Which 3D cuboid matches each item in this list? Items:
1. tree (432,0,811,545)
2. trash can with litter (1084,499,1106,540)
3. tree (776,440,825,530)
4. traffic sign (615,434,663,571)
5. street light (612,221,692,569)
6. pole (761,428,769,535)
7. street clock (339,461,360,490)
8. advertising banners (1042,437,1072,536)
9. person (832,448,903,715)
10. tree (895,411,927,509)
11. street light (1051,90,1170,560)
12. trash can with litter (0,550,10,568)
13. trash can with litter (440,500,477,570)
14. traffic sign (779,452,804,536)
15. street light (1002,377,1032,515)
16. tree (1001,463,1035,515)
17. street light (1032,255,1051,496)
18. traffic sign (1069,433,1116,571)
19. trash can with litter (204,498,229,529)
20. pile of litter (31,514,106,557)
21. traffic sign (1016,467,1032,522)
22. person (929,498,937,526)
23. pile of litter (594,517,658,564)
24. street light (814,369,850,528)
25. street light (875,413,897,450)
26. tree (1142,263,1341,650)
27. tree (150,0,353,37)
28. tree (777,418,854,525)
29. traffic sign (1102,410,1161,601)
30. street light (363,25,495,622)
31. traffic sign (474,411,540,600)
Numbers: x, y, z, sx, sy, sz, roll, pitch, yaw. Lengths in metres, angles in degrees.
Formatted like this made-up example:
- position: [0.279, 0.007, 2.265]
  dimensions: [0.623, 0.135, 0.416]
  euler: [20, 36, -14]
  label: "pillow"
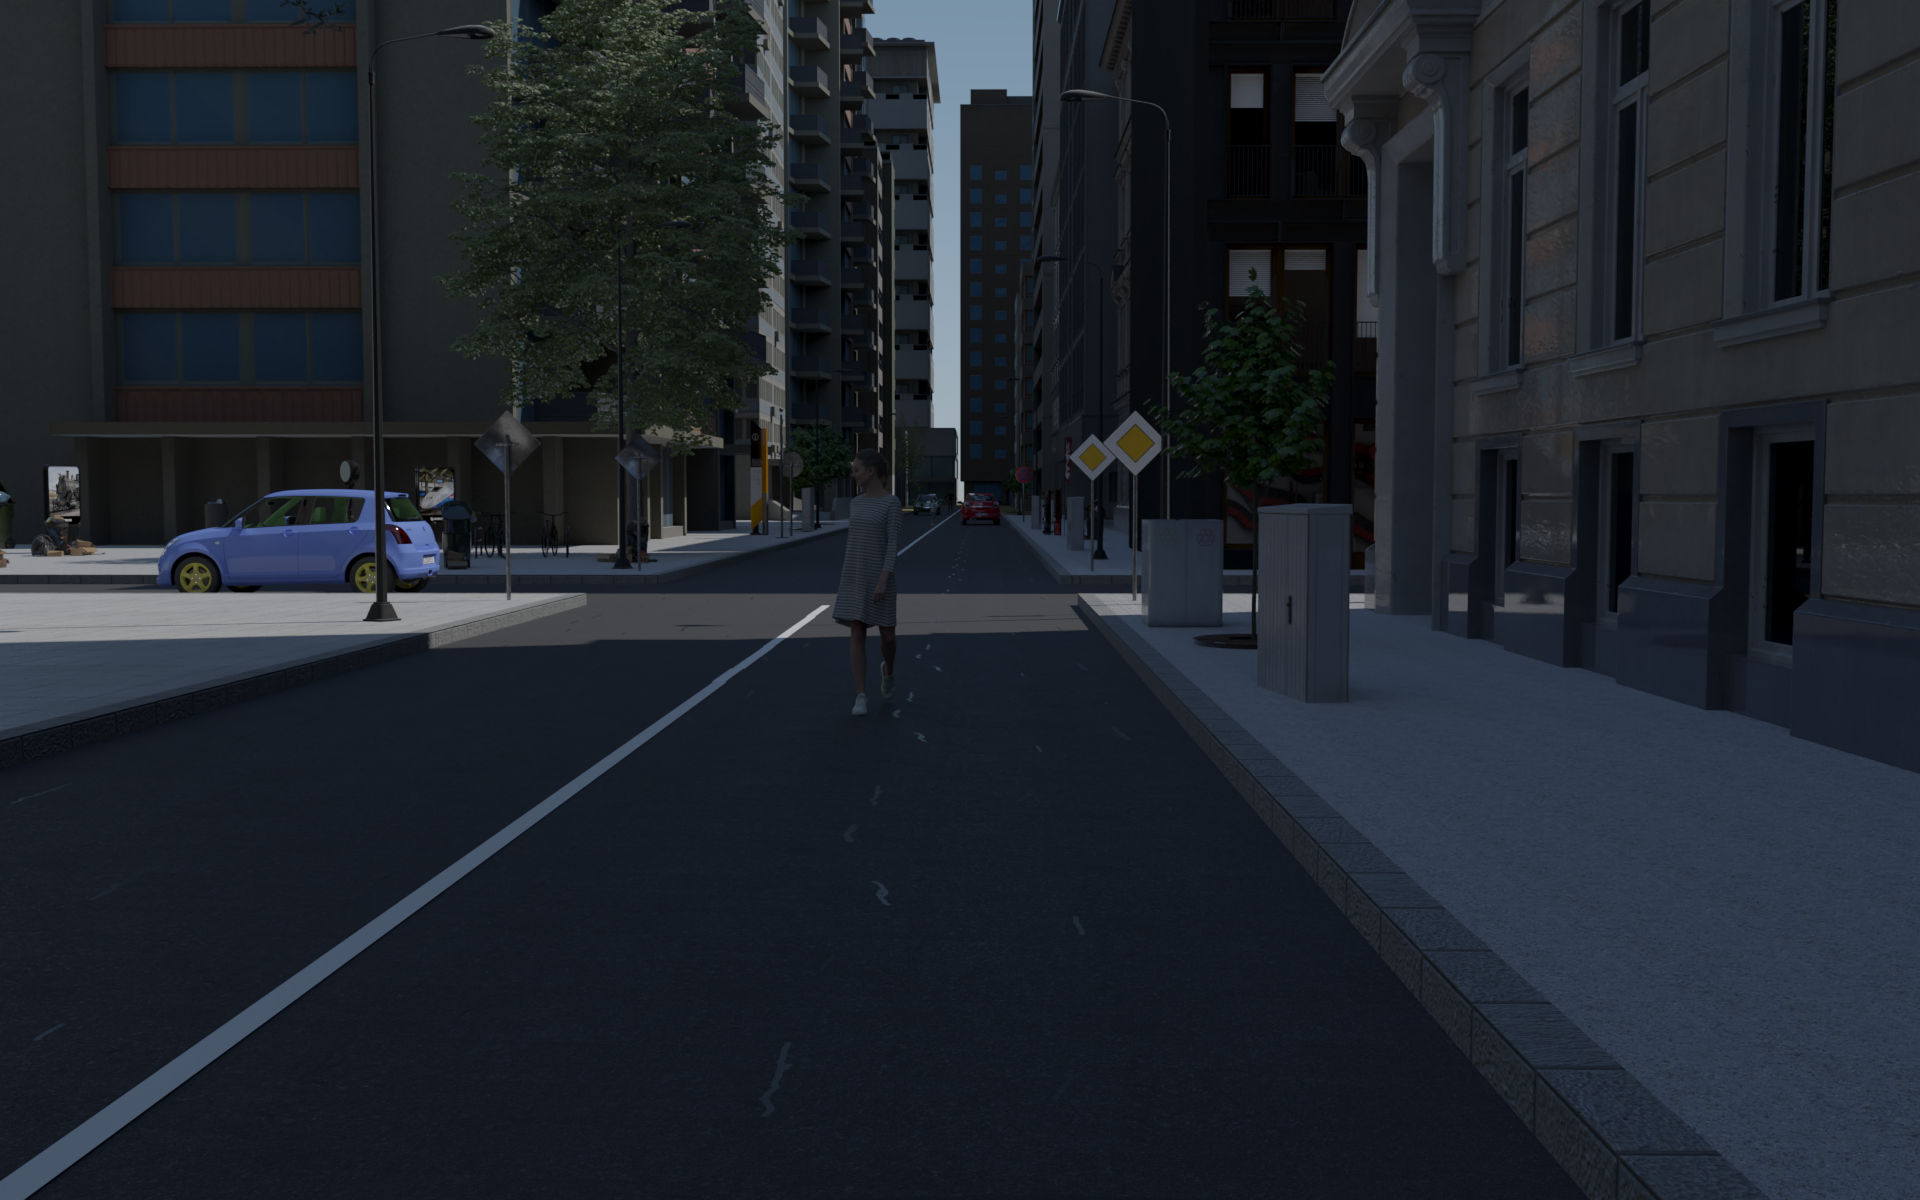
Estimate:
- position: [-6.934, -7.207, 35.967]
  dimensions: [7.486, 12.596, 7.792]
  euler: [0, 3, 0]
  label: "tree"
- position: [3.546, -2.267, 48.459]
  dimensions: [1.055, 1.170, 0.624]
  euler: [2, 4, 30]
  label: "trash can with litter"
- position: [-5.546, -4.105, 61.714]
  dimensions: [1.663, 3.219, 1.824]
  euler: [0, 3, 0]
  label: "tree"
- position: [-5.348, -1.542, 28.852]
  dimensions: [0.795, 2.450, 0.064]
  euler: [0, 4, 1]
  label: "traffic sign"
- position: [-5.259, -3.489, 29.583]
  dimensions: [1.470, 5.913, 1.316]
  euler: [0, 4, 1]
  label: "street light"
- position: [-6.071, -3.673, 53.889]
  dimensions: [0.158, 3.312, 0.155]
  euler: [0, 3, 0]
  label: "pole"
- position: [-13.201, -2.014, 37.501]
  dimensions: [0.471, 2.002, 0.358]
  euler: [3, 5, 41]
  label: "street clock"
- position: [3.024, -3.521, 53.758]
  dimensions: [0.090, 3.025, 2.074]
  euler: [-1, 4, -22]
  label: "advertising banners"
- position: [-0.596, -0.138, 11.511]
  dimensions: [0.466, 1.731, 0.760]
  euler: [0, 4, 4]
  label: "person"
- position: [-4.634, -12.345, 152.205]
  dimensions: [4.737, 8.622, 4.395]
  euler: [0, 3, 0]
  label: "tree"
- position: [1.845, -2.908, 20.085]
  dimensions: [1.470, 5.913, 1.316]
  euler: [0, 4, 1]
  label: "street light"
- position: [-16.890, -1.126, 29.793]
  dimensions: [0.624, 1.170, 1.055]
  euler: [0, 4, 0]
  label: "trash can with litter"
- position: [-8.600, -1.127, 29.810]
  dimensions: [0.624, 1.170, 1.055]
  euler: [-1, 4, -19]
  label: "trash can with litter"
- position: [-5.141, -3.217, 52.710]
  dimensions: [0.768, 2.556, 0.104]
  euler: [1, 4, 8]
  label: "traffic sign"
- position: [2.519, -5.906, 69.097]
  dimensions: [1.470, 5.913, 1.316]
  euler: [0, 4, 1]
  label: "street light"
- position: [3.860, -7.584, 118.594]
  dimensions: [1.663, 3.219, 1.824]
  euler: [0, 3, 0]
  label: "tree"
- position: [2.207, -3.750, 33.850]
  dimensions: [1.470, 5.913, 1.316]
  euler: [0, 4, 1]
  label: "street light"
- position: [2.195, -1.535, 28.737]
  dimensions: [0.795, 2.450, 0.064]
  euler: [0, 4, 1]
  label: "traffic sign"
- position: [-14.767, -1.468, 35.065]
  dimensions: [2.233, 1.210, 1.678]
  euler: [1, 4, 12]
  label: "trash can with litter"
- position: [-18.593, -1.356, 36.132]
  dimensions: [1.176, 0.858, 1.719]
  euler: [2, 4, 29]
  label: "pile of litter"
- position: [2.952, -4.899, 80.210]
  dimensions: [0.768, 2.556, 0.104]
  euler: [0, 4, 1]
  label: "traffic sign"
- position: [-1.220, -4.003, 78.628]
  dimensions: [0.352, 1.250, 0.332]
  euler: [0, 4, -7]
  label: "person"
- position: [-6.313, -1.146, 32.701]
  dimensions: [1.176, 0.858, 1.719]
  euler: [-1, 4, -10]
  label: "pile of litter"
- position: [-4.787, -5.628, 64.563]
  dimensions: [1.470, 5.913, 1.316]
  euler: [0, 4, 1]
  label: "street light"
- position: [-4.314, -7.756, 99.357]
  dimensions: [1.470, 5.913, 1.316]
  euler: [0, 4, 1]
  label: "street light"
- position: [2.375, -1.229, 14.696]
  dimensions: [1.663, 3.219, 1.824]
  euler: [0, 3, 0]
  label: "tree"
- position: [-6.872, -6.065, 9.533]
  dimensions: [12.009, 13.543, 11.850]
  euler: [0, 3, 0]
  label: "tree"
- position: [-6.016, -5.464, 73.051]
  dimensions: [4.285, 4.588, 4.351]
  euler: [0, 3, 0]
  label: "tree"
- position: [2.094, -1.047, 20.753]
  dimensions: [0.795, 2.450, 0.064]
  euler: [0, 4, 1]
  label: "traffic sign"
- position: [-5.308, -2.740, 17.334]
  dimensions: [1.470, 5.913, 1.316]
  euler: [0, 4, 1]
  label: "street light"
- position: [-5.449, -1.054, 20.868]
  dimensions: [0.795, 2.450, 0.064]
  euler: [0, 4, 1]
  label: "traffic sign"
